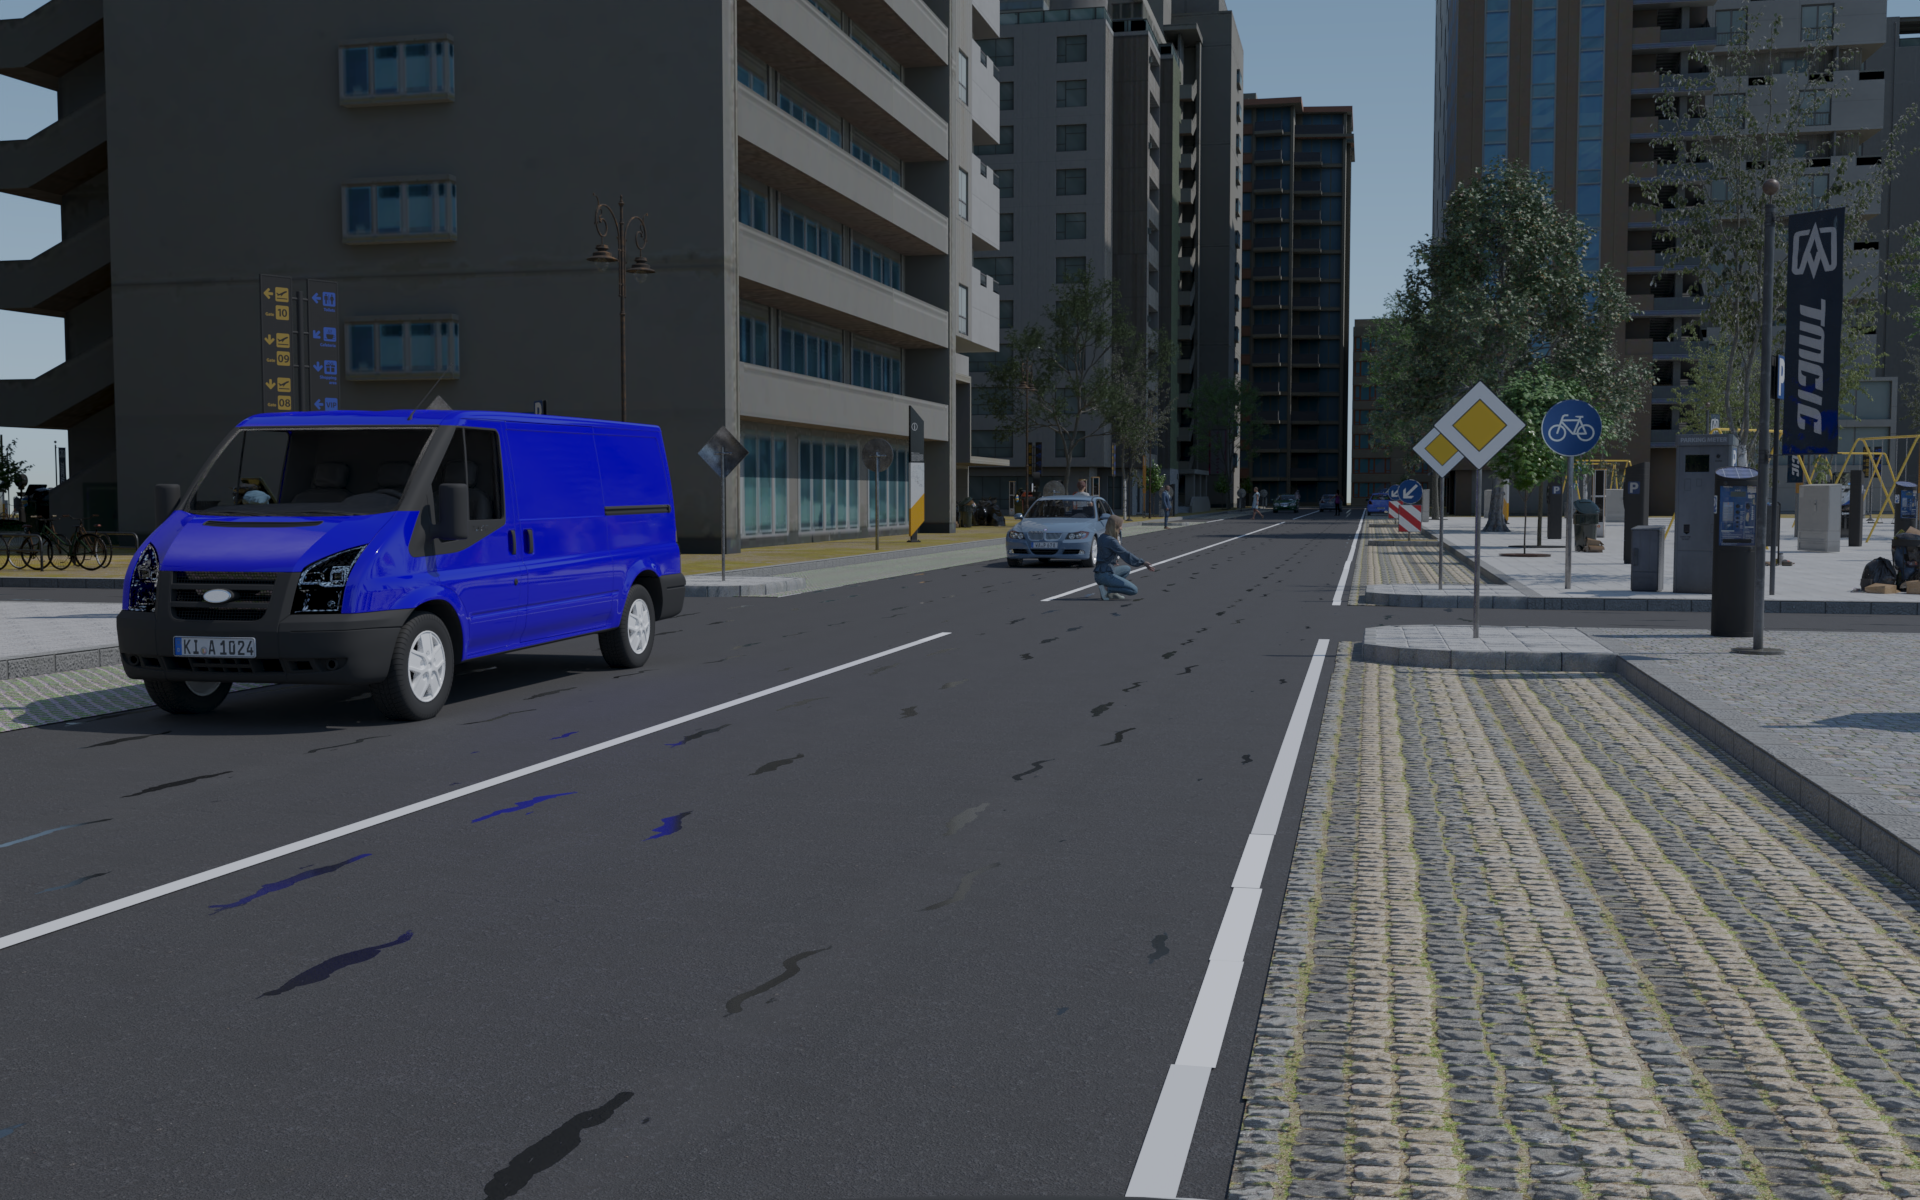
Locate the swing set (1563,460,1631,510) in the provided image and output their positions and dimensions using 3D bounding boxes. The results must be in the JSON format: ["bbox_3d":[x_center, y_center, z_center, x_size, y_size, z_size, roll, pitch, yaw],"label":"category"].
[{"bbox_3d":[29.338,-5.026,79.801,3.119,2.851,2.862,0,4,-7],"label":"swing set"}]

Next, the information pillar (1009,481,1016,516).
[{"bbox_3d":[3.010,-5.806,99.417,0.304,2.012,0.304,1,4,18],"label":"information pillar"}]

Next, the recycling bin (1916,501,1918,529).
[{"bbox_3d":[34.476,-3.017,61.882,0.722,1.027,0.722,1,4,12],"label":"recycling bin"}]

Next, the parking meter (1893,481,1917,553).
[{"bbox_3d":[18.190,-1.524,33.331,0.372,1.533,0.369,0,3,0],"label":"parking meter"}]

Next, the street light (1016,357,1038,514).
[{"bbox_3d":[2.268,-5.251,58.634,0.468,5.910,1.993,1,4,13],"label":"street light"}]

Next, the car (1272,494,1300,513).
[{"bbox_3d":[24.956,-7.388,132.587,2.131,1.459,4.920,1,4,13],"label":"car"}]

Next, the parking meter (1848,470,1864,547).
[{"bbox_3d":[21.882,-2.237,42.281,0.255,1.863,0.399,3,4,37],"label":"parking meter"}]

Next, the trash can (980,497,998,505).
[{"bbox_3d":[1.261,-3.901,75.437,0.748,1.137,0.748,0,3,0],"label":"trash can"}]

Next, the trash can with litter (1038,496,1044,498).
[{"bbox_3d":[5.427,-5.440,99.996,1.678,1.210,2.233,0,4,-1],"label":"trash can with litter"}]

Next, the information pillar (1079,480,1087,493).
[{"bbox_3d":[6.239,-5.118,88.164,0.304,2.012,0.304,-2,4,-28],"label":"information pillar"}]

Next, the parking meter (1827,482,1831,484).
[{"bbox_3d":[36.413,-4.104,72.818,0.399,1.863,0.255,1,4,19],"label":"parking meter"}]

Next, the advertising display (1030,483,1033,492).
[{"bbox_3d":[4.079,-5.616,97.037,0.123,1.923,0.974,1,4,15],"label":"advertising display"}]

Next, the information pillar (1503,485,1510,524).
[{"bbox_3d":[23.226,-5.038,73.719,0.183,3.616,0.504,-1,4,-11],"label":"information pillar"}]

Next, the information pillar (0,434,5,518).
[{"bbox_3d":[-37.729,-4.698,68.166,0.183,3.616,0.504,-3,5,-42],"label":"information pillar"}]

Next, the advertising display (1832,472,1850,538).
[{"bbox_3d":[25.970,-2.788,50.799,0.974,1.923,0.123,-1,4,-20],"label":"advertising display"}]

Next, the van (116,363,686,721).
[{"bbox_3d":[-3.886,-0.517,12.843,2.240,2.365,5.245,1,4,12],"label":"van"}]

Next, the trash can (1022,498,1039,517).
[{"bbox_3d":[3.959,-5.462,100.959,0.748,1.137,0.748,0,3,0],"label":"trash can"}]

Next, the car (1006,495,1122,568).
[{"bbox_3d":[2.192,-1.435,35.464,2.014,1.417,4.499,1,4,15],"label":"car"}]

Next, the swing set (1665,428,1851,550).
[{"bbox_3d":[19.173,-2.708,41.902,3.119,2.851,2.862,-2,4,-33],"label":"swing set"}]

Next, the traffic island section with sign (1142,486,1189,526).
[{"bbox_3d":[9.350,-4.271,78.461,1.989,1.847,2.006,1,4,13],"label":"traffic island section with sign"}]

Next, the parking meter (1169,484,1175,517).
[{"bbox_3d":[12.037,-5.695,98.817,0.399,1.863,0.255,3,4,39],"label":"parking meter"}]

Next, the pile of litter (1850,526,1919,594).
[{"bbox_3d":[12.504,-0.523,22.520,1.719,0.858,1.176,1,4,17],"label":"pile of litter"}]

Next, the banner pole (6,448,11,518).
[{"bbox_3d":[-50.921,-6.275,92.613,0.401,3.779,0.863,-1,4,-22],"label":"banner pole"}]

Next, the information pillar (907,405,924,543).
[{"bbox_3d":[-1.166,-3.336,45.895,0.504,3.616,0.183,-3,5,-43],"label":"information pillar"}]

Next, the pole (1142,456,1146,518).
[{"bbox_3d":[9.781,-6.001,91.957,0.158,3.312,0.155,0,3,0],"label":"pole"}]

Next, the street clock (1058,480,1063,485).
[{"bbox_3d":[5.270,-5.311,91.402,0.358,2.002,0.471,1,4,21],"label":"street clock"}]

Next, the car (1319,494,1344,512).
[{"bbox_3d":[29.769,-7.765,138.965,2.014,1.417,4.499,1,4,14],"label":"car"}]

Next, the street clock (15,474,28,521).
[{"bbox_3d":[-33.635,-3.518,62.086,0.471,2.002,0.358,2,4,26],"label":"street clock"}]

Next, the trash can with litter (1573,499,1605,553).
[{"bbox_3d":[13.964,-1.644,38.262,0.624,1.170,1.055,0,4,-3],"label":"trash can with litter"}]

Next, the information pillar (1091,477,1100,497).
[{"bbox_3d":[5.831,-4.296,74.737,0.304,2.012,0.304,-1,4,-10],"label":"information pillar"}]

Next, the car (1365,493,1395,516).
[{"bbox_3d":[27.806,-6.420,114.560,1.945,1.707,3.694,1,4,13],"label":"car"}]

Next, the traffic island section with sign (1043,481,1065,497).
[{"bbox_3d":[2.693,-2.549,50.297,1.989,1.847,2.006,1,4,13],"label":"traffic island section with sign"}]

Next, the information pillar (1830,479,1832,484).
[{"bbox_3d":[41.256,-4.727,81.778,0.304,2.012,0.304,0,4,3],"label":"information pillar"}]

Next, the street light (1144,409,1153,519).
[{"bbox_3d":[9.913,-7.187,90.301,0.468,5.910,1.993,1,4,13],"label":"street light"}]

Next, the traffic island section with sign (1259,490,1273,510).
[{"bbox_3d":[26.539,-8.712,151.067,1.989,1.847,2.006,1,4,13],"label":"traffic island section with sign"}]

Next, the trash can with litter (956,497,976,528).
[{"bbox_3d":[0.042,-3.320,65.665,1.055,1.170,0.624,-2,4,-32],"label":"trash can with litter"}]

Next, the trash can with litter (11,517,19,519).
[{"bbox_3d":[-47.490,-4.623,86.644,2.233,1.210,1.678,-2,4,-24],"label":"trash can with litter"}]

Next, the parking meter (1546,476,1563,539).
[{"bbox_3d":[16.871,-2.657,49.157,0.399,1.863,0.255,0,4,4],"label":"parking meter"}]

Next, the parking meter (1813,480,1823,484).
[{"bbox_3d":[34.435,-3.905,69.553,0.255,1.863,0.399,0,4,2],"label":"parking meter"}]

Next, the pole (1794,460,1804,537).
[{"bbox_3d":[24.881,-3.515,51.319,0.158,3.312,0.155,0,3,0],"label":"pole"}]

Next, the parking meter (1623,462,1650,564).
[{"bbox_3d":[12.386,-1.592,31.746,0.255,1.863,0.399,-3,5,-43],"label":"parking meter"}]

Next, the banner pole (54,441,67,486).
[{"bbox_3d":[-42.255,-5.586,81.342,0.401,3.779,0.863,1,4,15],"label":"banner pole"}]

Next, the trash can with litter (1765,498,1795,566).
[{"bbox_3d":[14.061,-1.235,31.244,2.233,1.210,1.678,1,4,10],"label":"trash can with litter"}]

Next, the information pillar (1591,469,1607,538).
[{"bbox_3d":[18.793,-2.836,50.863,0.304,2.012,0.304,2,4,27],"label":"information pillar"}]

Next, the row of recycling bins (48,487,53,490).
[{"bbox_3d":[-55.173,-6.022,105.579,3.534,1.692,1.069,2,4,25],"label":"row of recycling bins"}]

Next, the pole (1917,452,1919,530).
[{"bbox_3d":[32.767,-3.985,59.001,0.158,3.312,0.155,0,3,0],"label":"pole"}]

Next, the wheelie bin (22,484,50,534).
[{"bbox_3d":[-29.218,-2.879,54.974,0.693,1.594,0.980,2,4,25],"label":"wheelie bin"}]

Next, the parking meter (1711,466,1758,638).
[{"bbox_3d":[6.985,-0.440,15.605,0.372,1.533,0.369,0,3,0],"label":"parking meter"}]

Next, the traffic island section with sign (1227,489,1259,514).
[{"bbox_3d":[20.327,-7.107,124.834,1.989,1.847,2.006,1,4,13],"label":"traffic island section with sign"}]

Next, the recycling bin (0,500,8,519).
[{"bbox_3d":[-40.868,-3.728,73.506,0.722,1.027,0.722,-3,5,-41],"label":"recycling bin"}]

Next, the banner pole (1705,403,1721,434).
[{"bbox_3d":[20.635,-3.523,47.612,0.863,3.779,0.401,-3,4,-37],"label":"banner pole"}]

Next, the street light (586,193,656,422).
[{"bbox_3d":[-5.233,-3.312,26.933,0.468,5.910,1.993,1,4,13],"label":"street light"}]

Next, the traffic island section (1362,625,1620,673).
[{"bbox_3d":[4.616,0.419,15.432,2.009,0.180,2.903,1,4,13],"label":"traffic island section"}]

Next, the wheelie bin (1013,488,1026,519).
[{"bbox_3d":[3.089,-4.878,87.656,0.693,1.594,0.980,1,4,13],"label":"wheelie bin"}]

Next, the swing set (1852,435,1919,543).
[{"bbox_3d":[25.232,-3.017,46.943,2.862,2.851,3.119,0,4,-3],"label":"swing set"}]

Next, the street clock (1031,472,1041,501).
[{"bbox_3d":[2.544,-3.249,57.683,0.358,2.002,0.471,0,4,2],"label":"street clock"}]

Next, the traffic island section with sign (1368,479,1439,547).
[{"bbox_3d":[12.315,-2.402,47.900,1.989,1.847,2.006,1,4,13],"label":"traffic island section with sign"}]

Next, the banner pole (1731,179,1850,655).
[{"bbox_3d":[6.560,-1.447,13.670,0.401,3.779,0.863,-2,4,-31],"label":"banner pole"}]
